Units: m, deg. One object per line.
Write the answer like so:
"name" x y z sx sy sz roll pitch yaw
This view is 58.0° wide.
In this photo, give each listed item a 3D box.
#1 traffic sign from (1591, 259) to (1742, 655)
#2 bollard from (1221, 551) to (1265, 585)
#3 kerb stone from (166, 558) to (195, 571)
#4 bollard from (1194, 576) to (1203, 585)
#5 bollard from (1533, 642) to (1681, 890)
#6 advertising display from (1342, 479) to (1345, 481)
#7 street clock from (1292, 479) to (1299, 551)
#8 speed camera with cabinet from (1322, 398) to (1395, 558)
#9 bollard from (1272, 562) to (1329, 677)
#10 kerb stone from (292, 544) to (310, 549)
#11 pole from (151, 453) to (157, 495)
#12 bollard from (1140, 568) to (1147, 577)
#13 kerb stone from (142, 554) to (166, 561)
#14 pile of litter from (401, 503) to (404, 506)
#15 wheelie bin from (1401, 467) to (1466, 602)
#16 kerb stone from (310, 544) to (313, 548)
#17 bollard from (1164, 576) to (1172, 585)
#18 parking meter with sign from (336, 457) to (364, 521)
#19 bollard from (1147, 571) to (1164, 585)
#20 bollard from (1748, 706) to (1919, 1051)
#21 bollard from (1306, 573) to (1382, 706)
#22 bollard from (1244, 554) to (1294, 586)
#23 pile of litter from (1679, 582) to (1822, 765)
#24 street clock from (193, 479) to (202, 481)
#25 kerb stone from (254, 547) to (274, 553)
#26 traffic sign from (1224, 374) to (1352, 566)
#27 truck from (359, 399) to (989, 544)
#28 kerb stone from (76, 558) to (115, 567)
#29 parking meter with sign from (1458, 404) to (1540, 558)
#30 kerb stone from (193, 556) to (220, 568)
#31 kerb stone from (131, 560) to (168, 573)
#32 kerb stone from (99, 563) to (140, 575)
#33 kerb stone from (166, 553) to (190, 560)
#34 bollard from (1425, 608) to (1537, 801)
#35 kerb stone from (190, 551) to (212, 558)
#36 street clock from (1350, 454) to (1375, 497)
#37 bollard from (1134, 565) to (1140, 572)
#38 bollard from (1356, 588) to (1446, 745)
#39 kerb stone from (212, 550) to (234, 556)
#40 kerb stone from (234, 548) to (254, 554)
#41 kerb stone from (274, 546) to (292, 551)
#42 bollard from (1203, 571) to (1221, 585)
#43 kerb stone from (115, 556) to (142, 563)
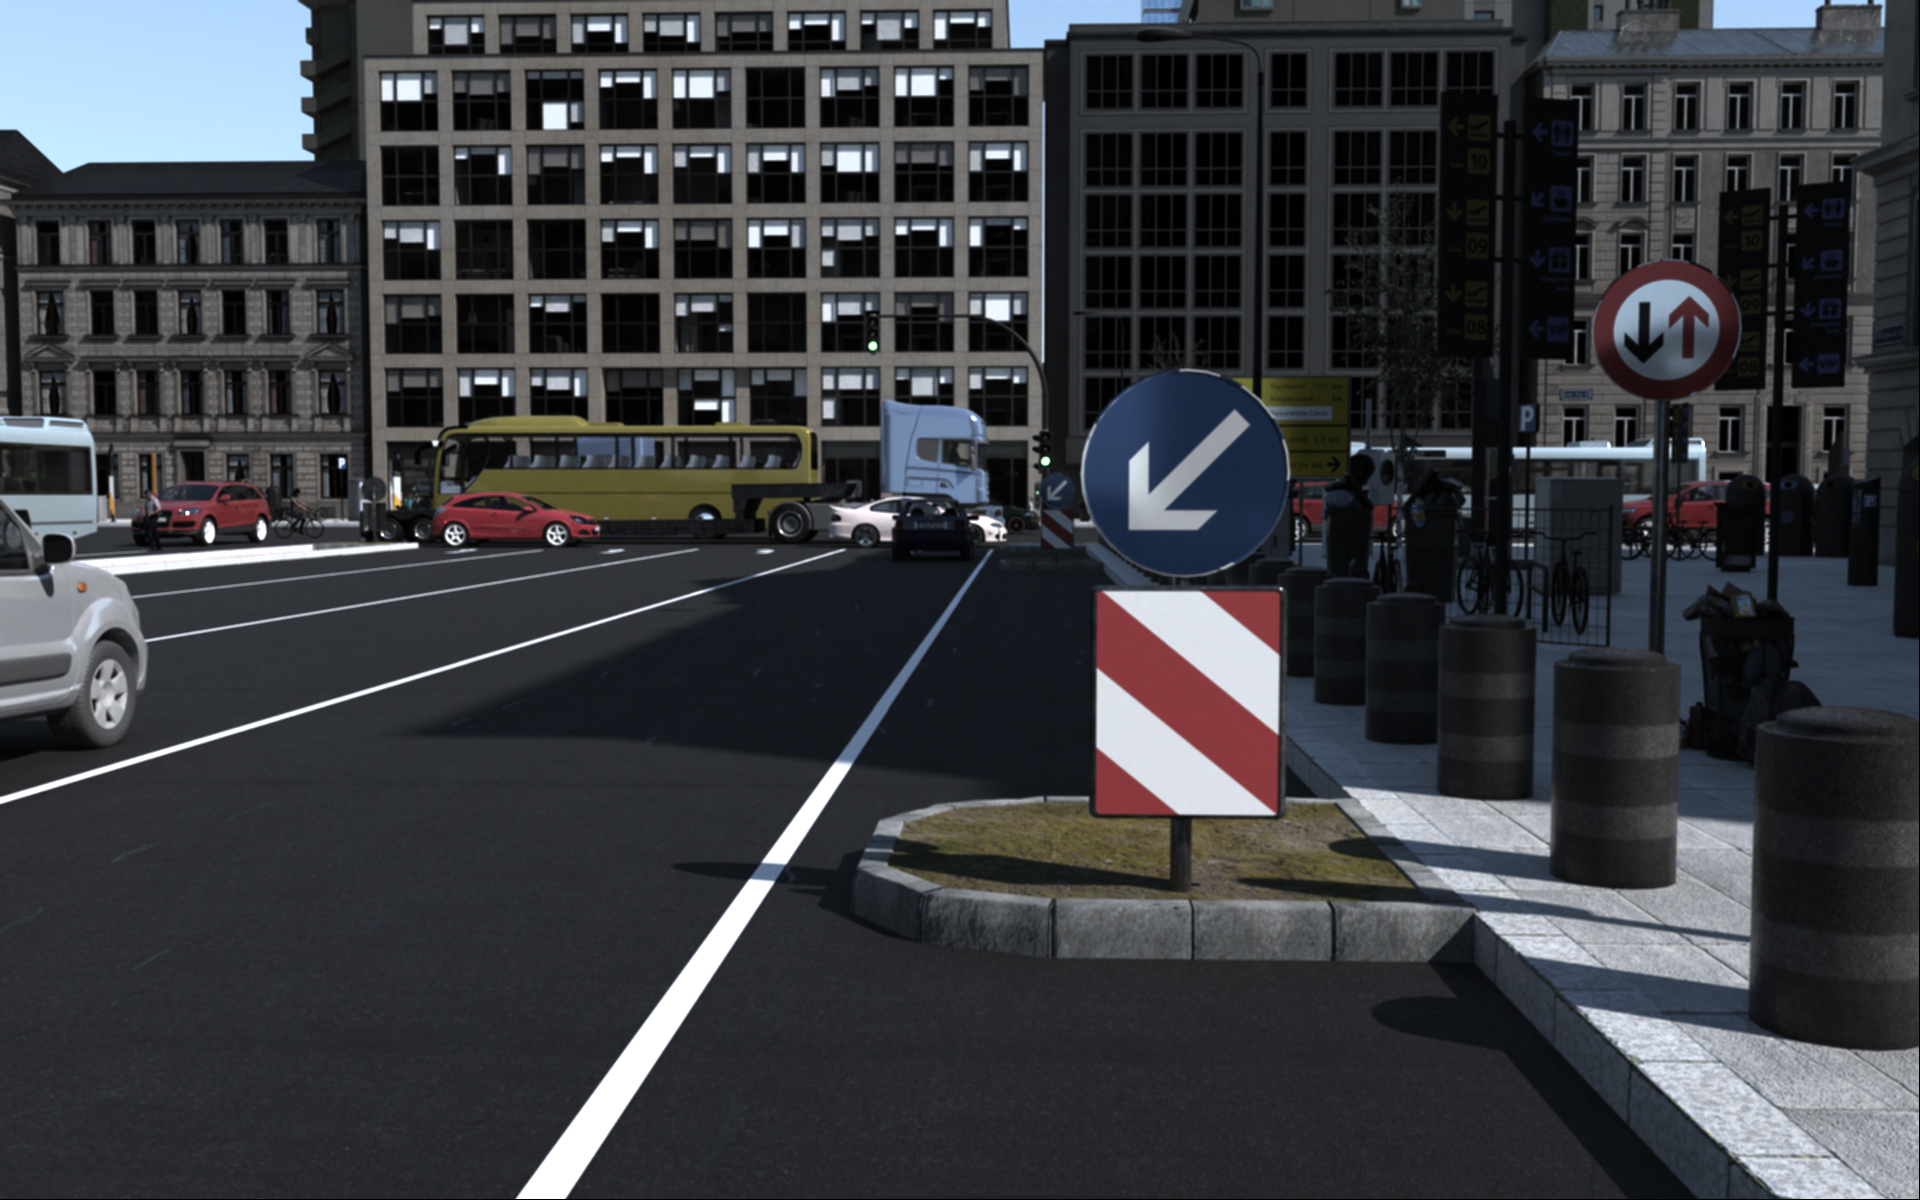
"traffic sign" 3.837 -0.574 9.488 0.768 2.556 0.104 1 4 12
"bollard" 2.587 -0.050 15.535 0.404 0.777 0.398 0 3 0
"kerb stone" -14.874 -0.652 32.876 0.120 0.150 1.000 0 4 2
"bollard" 2.722 -0.250 18.799 0.404 0.777 0.398 0 3 0
"bollard" 2.189 0.546 5.790 0.404 0.777 0.398 0 3 0
"advertising display" 8.576 -2.031 38.419 0.123 1.923 0.974 0 4 7
"street clock" 7.437 -2.098 38.865 0.358 2.002 0.471 1 4 13
"speed camera with cabinet" 8.126 -2.501 35.226 0.660 3.252 2.038 3 5 41
"bollard" 2.457 0.148 12.292 0.404 0.777 0.398 0 3 0
"kerb stone" -16.548 -1.283 43.179 0.120 0.150 1.000 0 4 2
"pole" -39.572 -5.581 85.092 0.158 3.312 0.155 0 3 0
"bollard" 3.052 -0.746 26.919 0.404 0.777 0.398 0 3 0
"kerb stone" -16.854 -0.842 35.980 0.120 0.150 1.000 0 4 2
"pile of litter" -26.778 -4.288 84.067 1.176 0.858 1.719 3 5 40
"wheelie bin" 5.674 -0.785 20.747 0.693 1.594 0.980 1 4 21
"kerb stone" -16.515 -1.346 44.205 0.120 0.150 1.000 0 4 2
"bollard" 2.852 -0.449 22.056 0.404 0.777 0.398 0 3 0
"parking meter with sign" -28.737 -5.266 82.356 1.738 3.016 0.543 1 4 21
"bollard" 2.982 -0.647 25.298 0.404 0.777 0.398 0 3 0
"bollard" 2.122 0.645 4.164 0.404 0.777 0.398 0 3 0
"bollard" 2.388 0.247 10.672 0.404 0.777 0.398 0 3 0
"bollard" 2.523 0.049 13.913 0.404 0.777 0.398 0 3 0
"pile of litter" 4.048 0.333 8.525 1.176 0.858 1.719 0 4 1
"street clock" -35.980 -4.721 81.765 0.471 2.002 0.358 0 4 0
"kerb stone" -16.638 -1.158 41.121 0.120 0.150 1.000 0 4 2
"traffic sign" 5.506 -2.183 29.562 2.265 3.308 0.079 0 4 5
"truck" -7.856 -3.712 50.457 18.799 4.110 2.967 0 4 3
"kerb stone" -16.930 -0.717 33.926 0.120 0.150 1.000 0 4 2
"parking meter with sign" 10.243 -2.271 33.384 1.738 3.016 0.543 -1 4 -18
"kerb stone" -14.832 -0.716 33.902 0.120 0.150 1.000 0 4 2
"kerb stone" -14.921 -0.590 31.847 0.120 0.150 1.000 0 4 2
"kerb stone" -14.959 -0.525 30.814 0.120 0.150 1.000 0 4 2
"kerb stone" -16.806 -0.906 37.005 0.120 0.150 1.000 0 4 2
"bollard" 2.255 0.446 7.418 0.404 0.777 0.398 0 3 0
"kerb stone" -16.769 -0.965 38.034 0.120 0.150 1.000 0 4 2
"street clock" 7.254 -1.643 31.429 0.471 2.002 0.358 2 4 32
"bollard" 3.117 -0.846 28.553 0.404 0.777 0.398 0 3 0
"bollard" 2.324 0.347 9.039 0.404 0.777 0.398 0 3 0
"kerb stone" -16.727 -1.031 39.060 0.120 0.150 1.000 0 4 2
"kerb stone" -16.685 -1.092 40.095 0.120 0.150 1.000 0 4 2
"kerb stone" -16.594 -1.218 42.148 0.120 0.150 1.000 0 4 2
"bollard" 2.653 -0.150 17.165 0.404 0.777 0.398 0 3 0
"kerb stone" -16.884 -0.780 34.954 0.120 0.150 1.000 0 4 2
